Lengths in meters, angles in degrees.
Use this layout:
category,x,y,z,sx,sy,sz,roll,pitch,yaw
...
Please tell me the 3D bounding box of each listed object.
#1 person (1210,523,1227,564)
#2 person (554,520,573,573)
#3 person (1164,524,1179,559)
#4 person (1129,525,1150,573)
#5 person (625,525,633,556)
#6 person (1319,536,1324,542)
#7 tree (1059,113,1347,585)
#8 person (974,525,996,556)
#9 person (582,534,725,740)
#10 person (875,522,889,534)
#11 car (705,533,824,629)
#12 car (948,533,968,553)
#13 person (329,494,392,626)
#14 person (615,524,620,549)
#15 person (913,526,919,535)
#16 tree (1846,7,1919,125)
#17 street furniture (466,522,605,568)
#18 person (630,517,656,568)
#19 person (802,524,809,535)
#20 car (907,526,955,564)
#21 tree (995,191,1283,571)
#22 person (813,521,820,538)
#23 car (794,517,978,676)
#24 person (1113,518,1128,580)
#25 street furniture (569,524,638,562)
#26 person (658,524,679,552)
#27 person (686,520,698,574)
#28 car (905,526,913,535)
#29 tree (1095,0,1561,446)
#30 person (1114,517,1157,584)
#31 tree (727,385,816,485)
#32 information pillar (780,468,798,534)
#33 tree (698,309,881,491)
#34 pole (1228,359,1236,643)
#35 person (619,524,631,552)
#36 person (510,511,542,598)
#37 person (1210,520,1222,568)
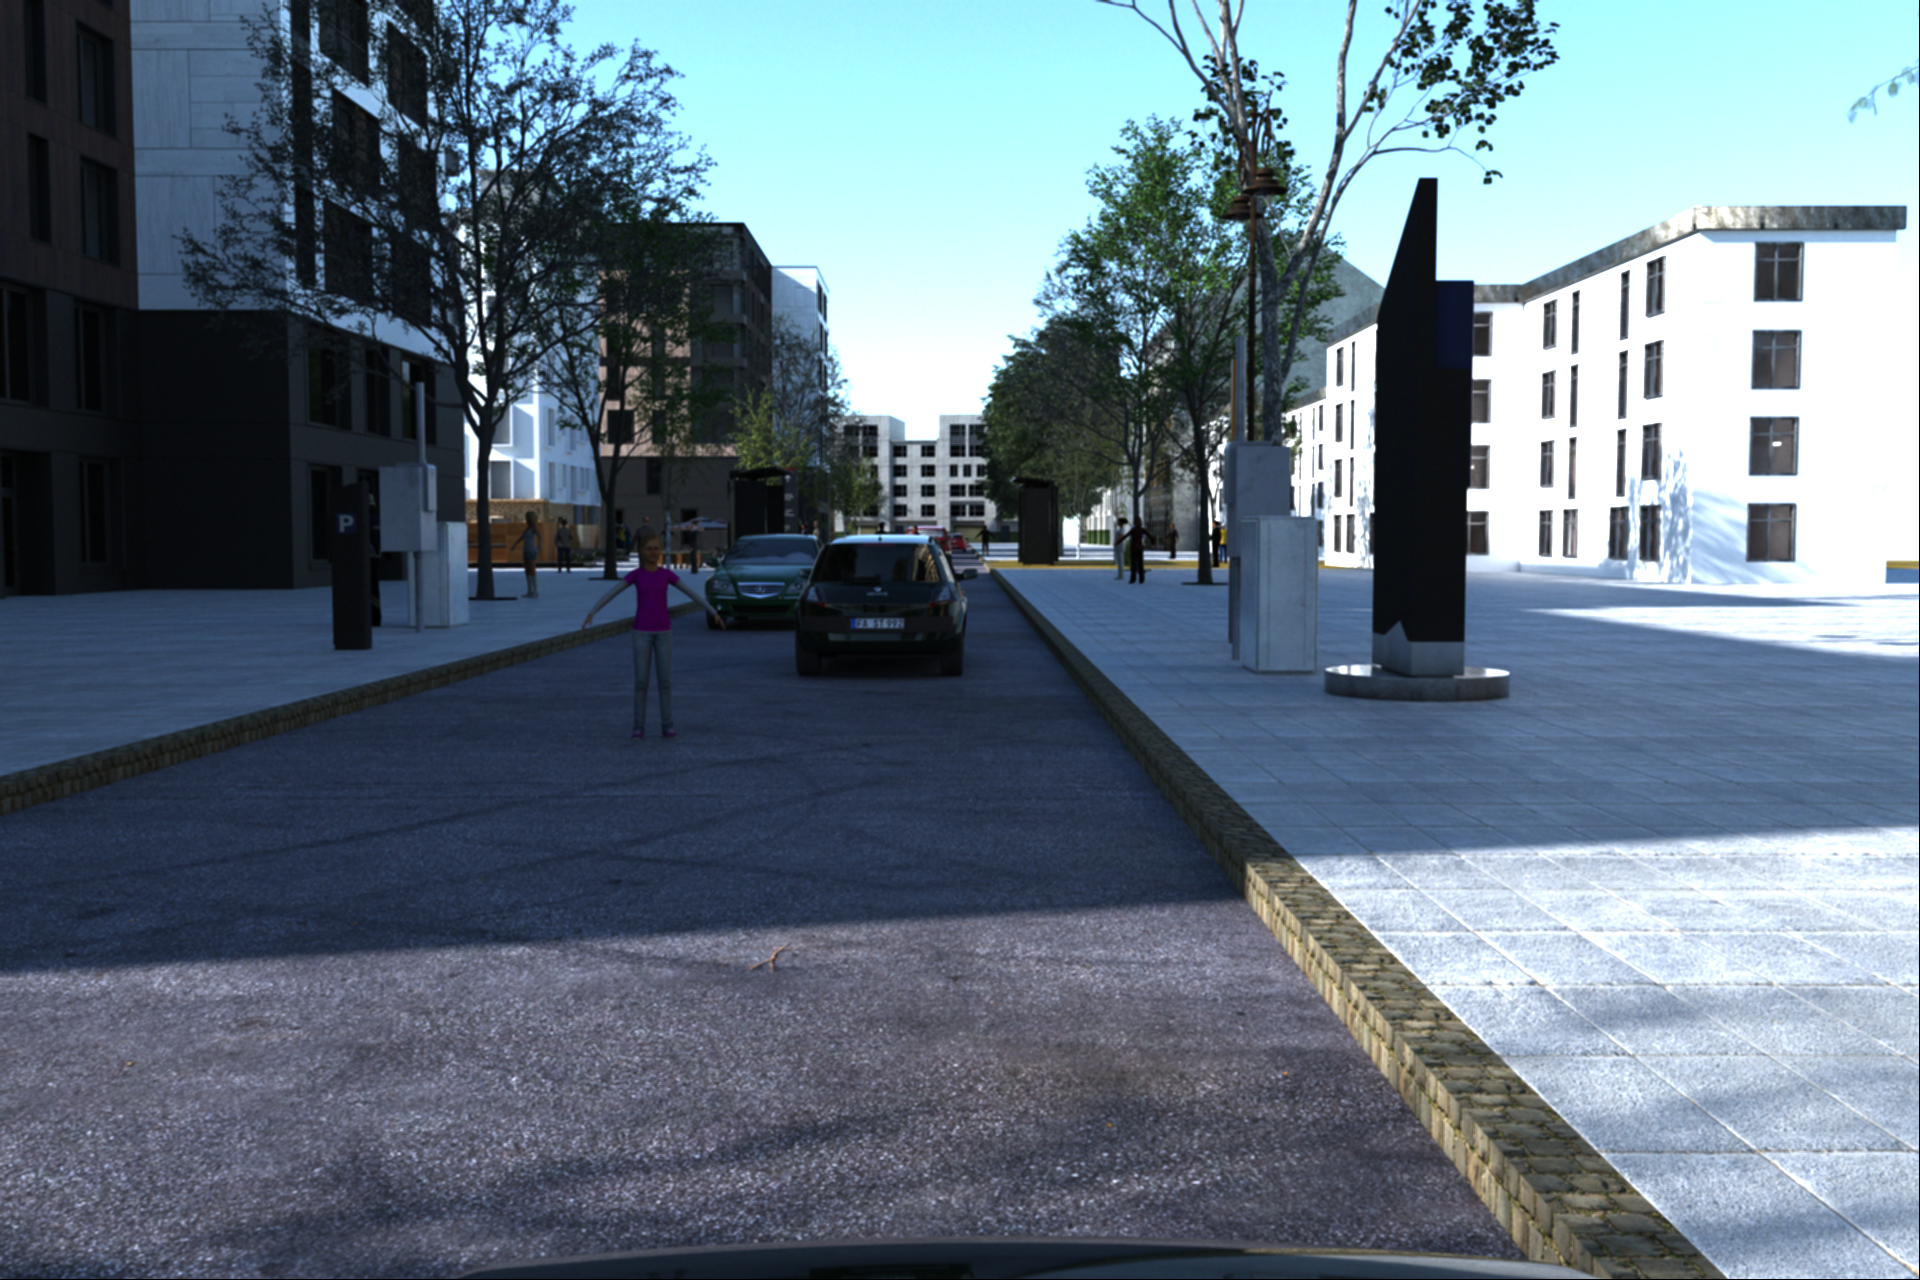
category,x,y,z,sx,sy,sz,roll,pitch,yaw
person,11.397,-4.200,75.130,1.216,1.772,0.721,-1,4,-12
person,-13.201,-3.131,57.759,0.617,1.759,0.750,-1,4,-10
person,10.967,-5.092,89.483,0.704,1.802,1.346,-2,4,-25
person,5.906,-3.105,56.674,0.599,1.838,0.709,-3,4,-36
person,-19.338,-5.803,101.007,0.704,1.817,1.347,-3,4,-39
person,16.407,-4.566,80.509,1.347,1.847,0.705,-3,5,-39
tree,6.062,-7.205,43.559,9.928,11.665,9.643,0,3,0
person,1.513,-5.945,103.334,1.346,1.812,0.704,0,4,2
person,-2.135,-0.021,12.072,0.991,1.433,0.599,-1,4,-17
person,-2.662,-3.097,59.032,1.347,1.837,0.705,1,4,12
car,-2.909,-0.973,27.700,2.131,1.459,4.920,0,4,0
car,-0.411,-7.731,135.437,2.155,1.783,4.494,0,3,0
person,-8.232,-1.108,23.977,0.704,1.845,1.351,1,4,15
person,-18.868,-5.481,95.399,0.705,1.856,1.354,-1,4,-15
person,-1.966,-4.077,75.349,0.704,1.802,1.346,1,4,14
tree,5.662,-3.587,9.017,4.360,8.622,3.978,0,3,0
street furniture,-16.779,-3.800,68.990,9.812,1.723,11.010,0,4,-7
person,-8.780,-2.539,48.115,0.990,1.755,0.434,-3,5,-41
person,-7.156,-4.410,78.825,0.721,1.740,1.216,-2,4,-34
car,-1.399,-4.444,81.339,2.281,1.827,5.304,0,4,0
tree,6.249,-9.170,60.294,12.009,13.543,11.850,0,3,0
person,-5.896,-3.954,70.782,0.705,1.813,1.348,-1,4,-14
car,-0.802,-0.559,18.924,2.009,1.686,4.222,0,4,0
person,4.436,-2.569,48.766,0.721,1.739,1.217,1,4,10
street furniture,-18.478,-4.551,81.259,9.812,1.723,11.010,1,4,12
person,-16.001,-5.413,94.643,1.345,1.843,0.704,-2,4,-24
person,-8.746,-3.021,56.231,0.742,1.727,0.445,3,5,42
car,-1.950,-4.847,87.915,2.281,1.827,5.304,0,4,-1
tree,6.134,-10.620,29.534,12.611,20.169,13.585,0,3,0
person,4.566,-2.332,44.942,1.215,1.729,0.721,-1,4,-20
tree,-9.523,-8.245,85.169,4.737,8.622,4.395,0,3,0
information pillar,-6.723,-4.816,68.125,0.750,3.857,0.750,0,4,0
tree,-9.526,-11.334,95.685,12.009,13.543,11.850,0,3,0
pole,3.249,-1.618,20.292,0.158,3.312,0.155,0,3,0
person,-19.099,-5.612,97.718,1.349,1.833,0.705,2,4,27
person,-8.753,-1.737,35.015,0.721,1.753,1.214,-3,5,-42
person,9.800,-3.690,66.523,0.705,1.806,1.347,2,4,29
